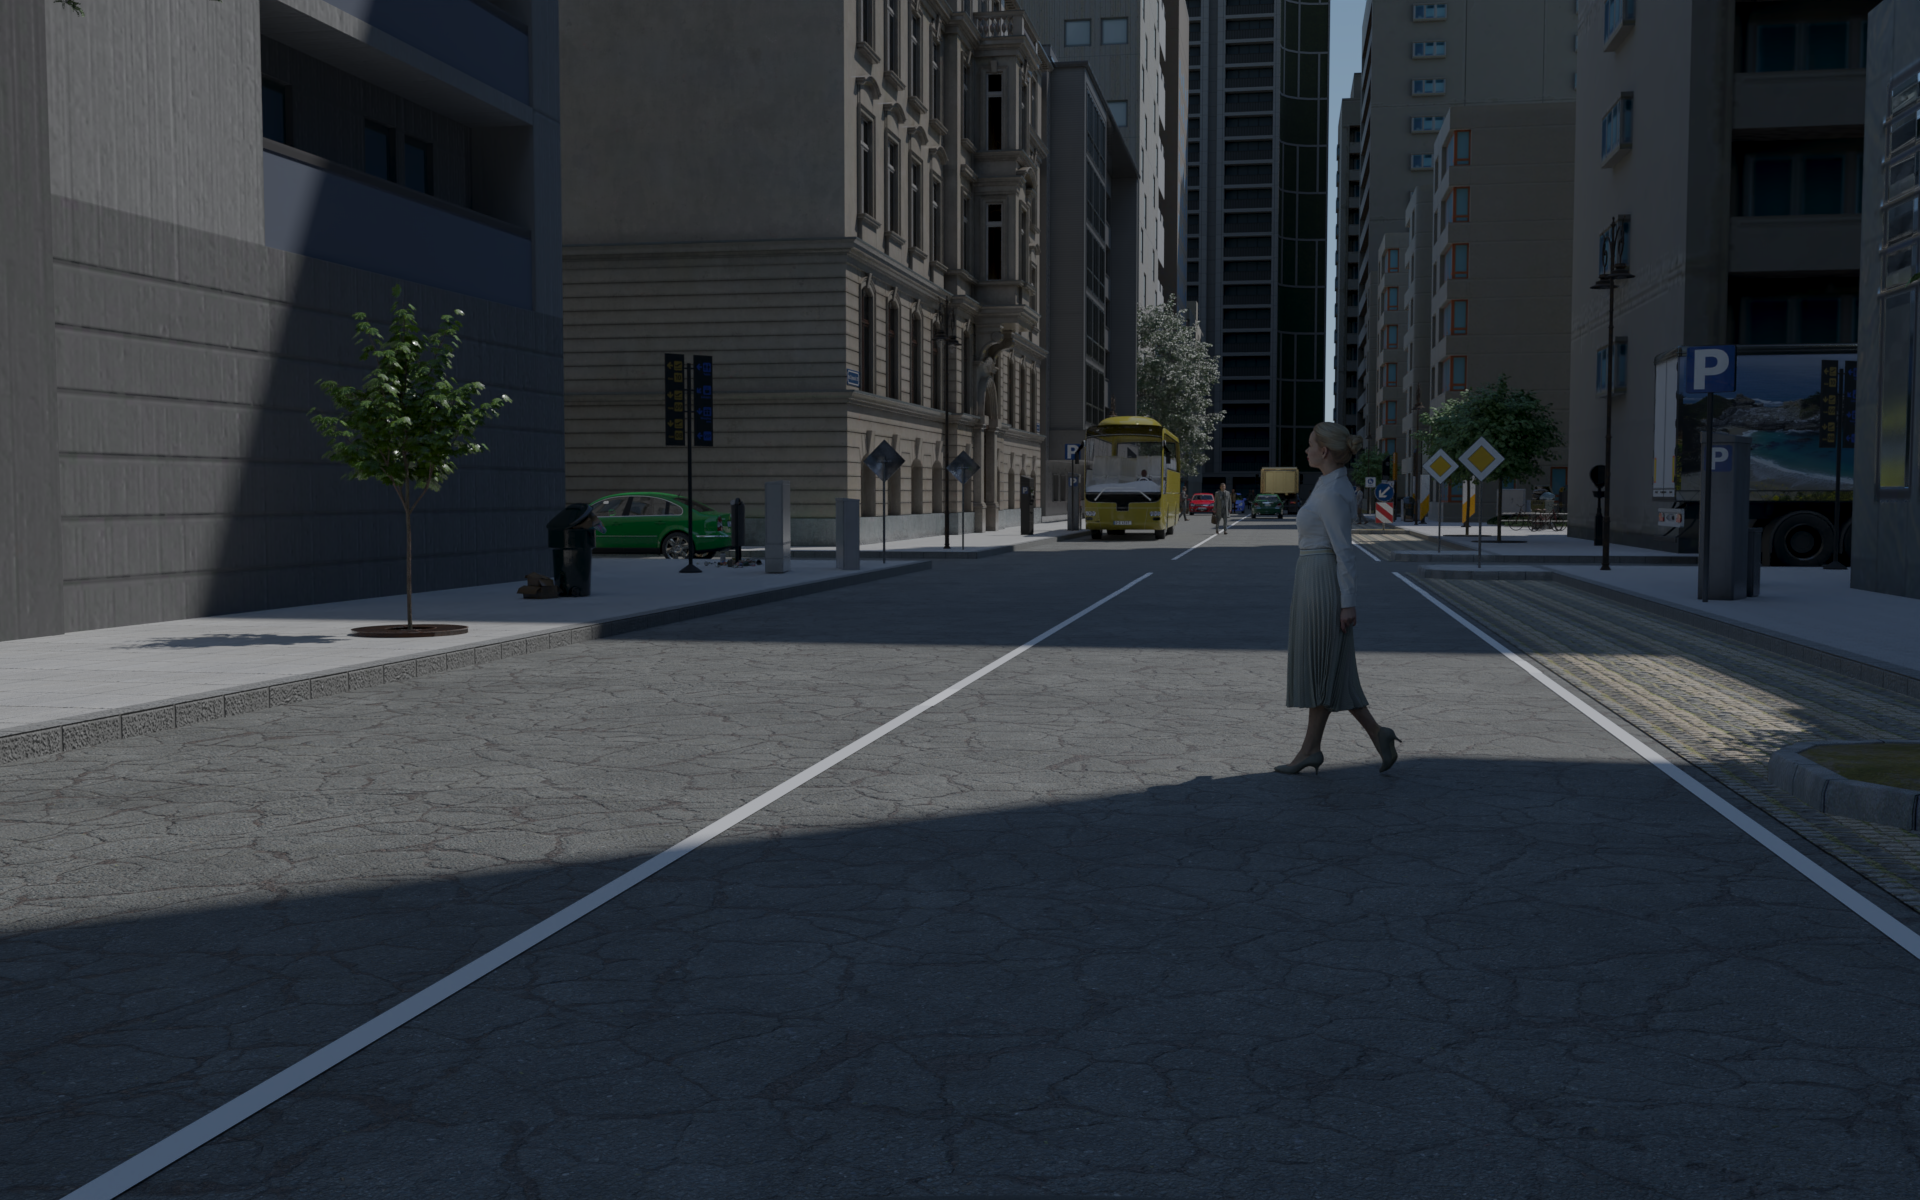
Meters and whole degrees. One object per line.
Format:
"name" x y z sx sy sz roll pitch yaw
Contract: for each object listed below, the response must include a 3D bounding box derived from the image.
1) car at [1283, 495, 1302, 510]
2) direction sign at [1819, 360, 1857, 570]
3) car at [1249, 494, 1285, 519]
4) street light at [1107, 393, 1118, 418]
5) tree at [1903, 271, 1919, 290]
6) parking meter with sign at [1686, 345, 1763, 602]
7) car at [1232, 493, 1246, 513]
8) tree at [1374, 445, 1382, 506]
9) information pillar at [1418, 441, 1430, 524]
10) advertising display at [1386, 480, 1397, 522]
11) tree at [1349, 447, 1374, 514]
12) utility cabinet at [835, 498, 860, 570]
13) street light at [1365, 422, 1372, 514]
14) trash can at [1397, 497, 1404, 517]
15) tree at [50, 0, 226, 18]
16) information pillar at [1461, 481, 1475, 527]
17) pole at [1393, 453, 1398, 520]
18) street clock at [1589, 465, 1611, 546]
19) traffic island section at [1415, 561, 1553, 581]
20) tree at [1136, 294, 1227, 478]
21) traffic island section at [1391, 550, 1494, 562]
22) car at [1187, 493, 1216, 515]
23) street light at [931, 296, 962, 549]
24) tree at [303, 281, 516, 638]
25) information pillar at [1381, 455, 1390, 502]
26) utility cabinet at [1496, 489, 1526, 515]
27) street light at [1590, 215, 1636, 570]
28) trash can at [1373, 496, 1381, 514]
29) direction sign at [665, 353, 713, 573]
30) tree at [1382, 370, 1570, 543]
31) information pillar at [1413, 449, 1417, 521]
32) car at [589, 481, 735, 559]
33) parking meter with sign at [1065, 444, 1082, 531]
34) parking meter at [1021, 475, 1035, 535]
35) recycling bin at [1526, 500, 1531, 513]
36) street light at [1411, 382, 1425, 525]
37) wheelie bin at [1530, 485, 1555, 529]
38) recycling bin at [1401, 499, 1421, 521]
"car" 29.805 -8.799 155.861 2.014 1.417 4.499 1 4 11
"direction sign" 14.922 -2.289 29.415 0.876 3.537 0.379 -1 4 -21
"car" 18.130 -5.533 102.270 2.131 1.459 4.920 1 4 9
"street light" 7.021 -6.529 79.533 0.468 5.910 1.993 1 4 11
"tree" 7.578 -1.636 10.464 4.285 4.588 4.351 0 3 0
"parking meter with sign" 9.358 -1.520 21.109 0.543 3.016 1.738 3 4 38
"car" 20.349 -7.301 128.965 1.945 1.707 3.694 1 4 10
"tree" 15.387 -4.219 52.688 4.285 4.588 4.351 0 3 0
"information pillar" 19.930 -5.071 74.270 0.504 3.616 0.183 -2 4 -32
"advertising display" 19.966 -4.583 80.152 0.123 1.923 0.974 0 4 -7
"tree" 27.231 -7.934 113.437 4.285 4.588 4.351 0 3 0
"utility cabinet" -1.919 -1.132 29.674 0.306 1.237 1.020 -1 4 -11
"street light" 26.040 -8.414 110.364 0.468 5.910 1.993 1 4 11
"trash can" 24.587 -5.213 96.882 0.748 1.137 0.748 0 3 0
"tree" -6.486 -4.465 7.423 8.767 10.594 7.601 1 4 19
"information pillar" 19.619 -4.613 66.781 0.504 3.616 0.183 -1 4 -10
"pole" 21.347 -5.575 85.002 0.158 3.312 0.155 0 3 0
"street clock" 15.837 -2.345 42.905 0.471 2.002 0.358 1 4 11
"traffic island section" 9.035 -0.476 30.064 2.009 0.180 2.903 1 4 11
"tree" 11.925 -12.413 109.615 9.857 13.997 8.962 0 3 0
"traffic island section" 10.507 -0.956 37.912 2.009 0.180 2.903 1 4 11
"car" 16.487 -6.627 117.396 2.155 1.783 4.494 1 4 10
"street light" -0.305 -4.140 40.470 0.468 5.910 1.993 1 4 11
"tree" -5.145 -1.306 15.950 1.663 3.219 1.824 0 3 0
"information pillar" 25.211 -6.799 102.524 0.504 3.616 0.183 -1 4 -12
"utility cabinet" 23.968 -4.078 75.350 1.173 1.500 0.318 3 4 39
"street light" 10.886 -3.440 29.029 0.468 5.910 1.993 1 4 11
"trash can" 25.903 -5.828 106.937 0.748 1.137 0.748 0 3 0
"direction sign" -4.398 -2.213 28.183 0.876 3.537 0.379 -3 5 -40
"tree" 14.400 -3.803 45.896 4.285 4.588 4.351 0 3 0
"information pillar" 21.349 -5.494 81.174 0.183 3.616 0.504 2 4 32
"car" -6.930 -1.672 36.140 4.718 1.807 1.959 1 4 9
"parking meter with sign" 4.036 -3.958 60.981 0.543 3.016 1.738 1 4 9
"parking meter" 2.117 -2.972 54.296 0.399 1.863 0.255 2 4 35
"recycling bin" 25.183 -3.848 75.476 0.722 1.027 0.722 -3 5 -41
"street light" 18.942 -6.052 71.736 0.468 5.910 1.993 1 4 11
"wheelie bin" 21.131 -3.358 62.810 0.693 1.594 0.980 -3 4 -37
"recycling bin" 21.652 -4.315 83.101 0.722 1.027 0.722 -1 4 -19
